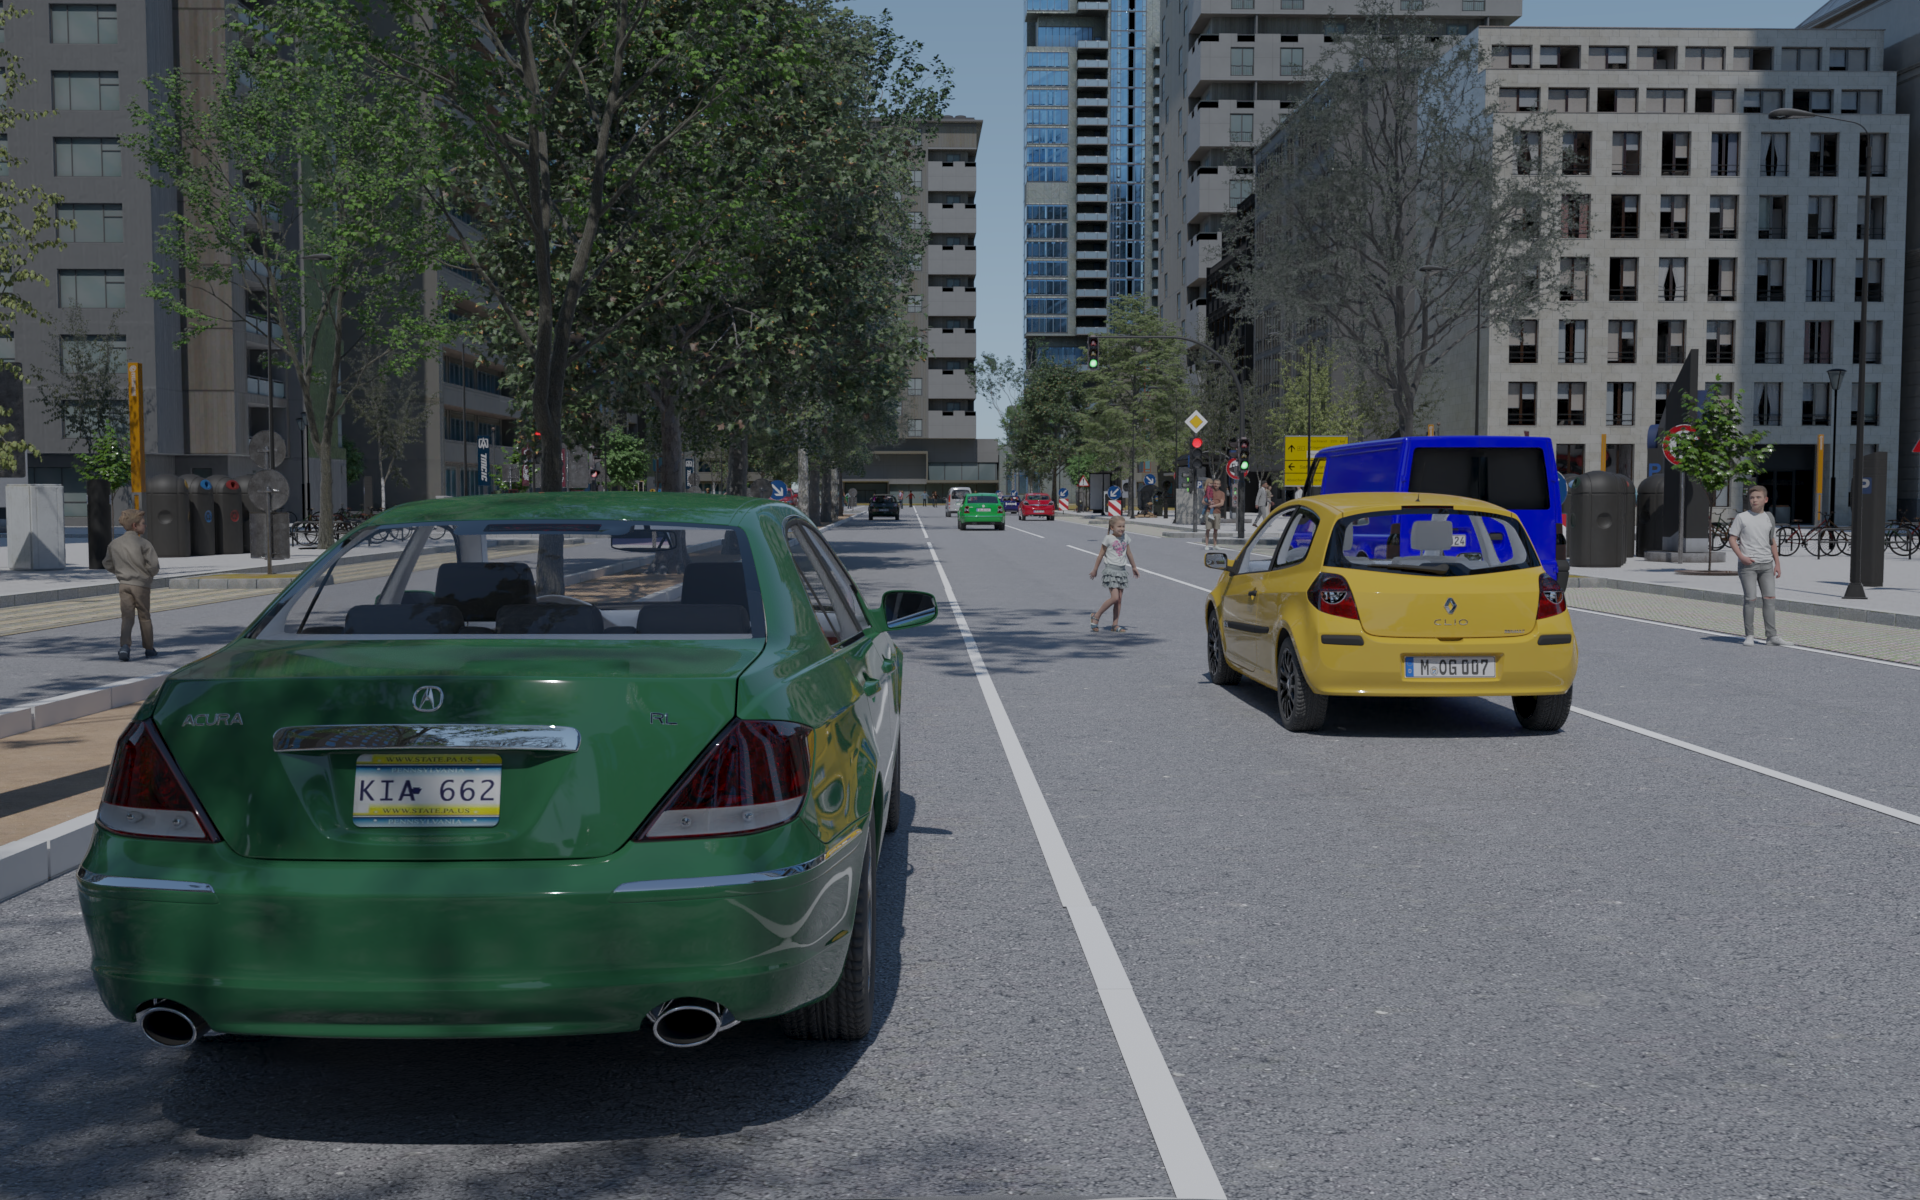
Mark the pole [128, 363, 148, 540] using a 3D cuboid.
[{"bbox_3d":[-12.812,-2.028,26.999,0.158,3.312,0.155,0,3,0],"label":"pole"}]

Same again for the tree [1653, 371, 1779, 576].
[{"bbox_3d":[12.055,-2.008,27.430,1.663,3.219,1.824,0,3,0],"label":"tree"}]

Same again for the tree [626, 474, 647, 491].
[{"bbox_3d":[-22.831,-7.797,122.080,1.663,3.219,1.824,0,3,0],"label":"tree"}]

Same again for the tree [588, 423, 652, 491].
[{"bbox_3d":[-15.851,-5.886,79.944,4.285,4.588,4.351,0,3,0],"label":"tree"}]

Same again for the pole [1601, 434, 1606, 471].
[{"bbox_3d":[21.827,-3.974,58.817,0.158,3.312,0.155,0,3,0],"label":"pole"}]

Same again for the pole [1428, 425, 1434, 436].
[{"bbox_3d":[13.824,-3.491,50.918,0.158,3.312,0.155,0,3,0],"label":"pole"}]

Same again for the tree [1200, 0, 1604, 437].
[{"bbox_3d":[10.752,-8.028,41.635,12.009,13.543,11.850,0,3,0],"label":"tree"}]

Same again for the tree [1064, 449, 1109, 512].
[{"bbox_3d":[9.054,-8.513,122.905,4.285,4.588,4.351,0,3,0],"label":"tree"}]

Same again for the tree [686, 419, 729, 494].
[{"bbox_3d":[-16.975,-10.293,118.656,4.360,8.622,3.978,0,3,0],"label":"tree"}]

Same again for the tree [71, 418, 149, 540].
[{"bbox_3d":[-21.792,-3.033,44.195,1.663,3.219,1.824,0,3,0],"label":"tree"}]

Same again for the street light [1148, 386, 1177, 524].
[{"bbox_3d":[8.800,-6.254,74.790,1.470,5.913,1.316,0,4,-2],"label":"street light"}]

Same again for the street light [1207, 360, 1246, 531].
[{"bbox_3d":[9.266,-5.366,60.275,1.470,5.913,1.316,0,4,-2],"label":"street light"}]

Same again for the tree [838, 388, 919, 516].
[{"bbox_3d":[-7.633,-12.099,110.645,12.009,13.543,11.850,0,3,0],"label":"tree"}]

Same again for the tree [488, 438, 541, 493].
[{"bbox_3d":[-15.369,-4.000,59.998,1.663,3.219,1.824,0,3,0],"label":"tree"}]

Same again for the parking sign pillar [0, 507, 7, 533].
[{"bbox_3d":[-31.924,-4.220,57.466,1.447,3.967,1.447,2,4,25],"label":"parking sign pillar"}]

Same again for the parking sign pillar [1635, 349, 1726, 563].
[{"bbox_3d":[13.801,-2.715,32.868,1.447,3.967,1.447,0,4,4],"label":"parking sign pillar"}]

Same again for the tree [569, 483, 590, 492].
[{"bbox_3d":[-26.991,-7.777,121.755,1.663,3.219,1.824,0,3,0],"label":"tree"}]

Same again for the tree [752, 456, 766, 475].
[{"bbox_3d":[-18.286,-14.691,174.609,8.767,10.594,7.601,0,4,-1],"label":"tree"}]

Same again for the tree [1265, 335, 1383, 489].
[{"bbox_3d":[17.174,-7.964,80.574,4.737,8.622,4.395,0,3,0],"label":"tree"}]

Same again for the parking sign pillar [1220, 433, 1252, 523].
[{"bbox_3d":[12.186,-5.382,76.471,1.447,3.967,1.447,0,4,3],"label":"parking sign pillar"}]

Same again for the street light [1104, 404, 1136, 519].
[{"bbox_3d":[8.382,-7.142,89.311,1.470,5.913,1.316,0,4,-2],"label":"street light"}]

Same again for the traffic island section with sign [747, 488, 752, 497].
[{"bbox_3d":[-13.354,-6.156,109.276,1.989,1.847,2.006,0,4,-2],"label":"traffic island section with sign"}]

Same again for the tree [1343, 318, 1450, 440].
[{"bbox_3d":[17.735,-7.424,71.745,4.360,8.622,3.978,0,3,0],"label":"tree"}]

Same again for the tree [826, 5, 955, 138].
[{"bbox_3d":[-6.989,-12.566,63.808,12.611,20.169,13.585,0,3,0],"label":"tree"}]

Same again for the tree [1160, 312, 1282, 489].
[{"bbox_3d":[10.138,-7.277,69.336,4.360,8.622,3.978,0,3,0],"label":"tree"}]

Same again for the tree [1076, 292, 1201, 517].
[{"bbox_3d":[10.040,-10.985,97.738,7.486,12.596,7.792,0,3,0],"label":"tree"}]

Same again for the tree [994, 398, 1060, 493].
[{"bbox_3d":[7.403,-15.659,181.780,9.928,11.665,9.643,0,3,0],"label":"tree"}]

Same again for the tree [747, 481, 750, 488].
[{"bbox_3d":[-17.676,-8.938,140.734,1.663,3.219,1.824,0,3,0],"label":"tree"}]

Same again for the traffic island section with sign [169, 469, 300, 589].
[{"bbox_3d":[-10.901,-1.118,26.908,1.989,1.847,2.006,0,4,-2],"label":"traffic island section with sign"}]

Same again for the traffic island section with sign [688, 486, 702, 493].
[{"bbox_3d":[-12.548,-4.491,82.049,1.989,1.847,2.006,0,4,-2],"label":"traffic island section with sign"}]

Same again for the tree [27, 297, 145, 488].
[{"bbox_3d":[-32.291,-6.981,64.498,4.360,8.622,3.978,0,3,0],"label":"tree"}]

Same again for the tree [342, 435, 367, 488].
[{"bbox_3d":[-31.087,-6.240,85.744,4.285,4.588,4.351,0,3,0],"label":"tree"}]

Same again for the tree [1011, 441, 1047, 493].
[{"bbox_3d":[7.181,-13.624,173.107,4.360,8.622,3.978,0,3,0],"label":"tree"}]

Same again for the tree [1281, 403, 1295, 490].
[{"bbox_3d":[17.367,-9.139,99.786,4.360,8.622,3.978,0,3,0],"label":"tree"}]

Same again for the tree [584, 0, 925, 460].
[{"bbox_3d":[-5.318,-8.047,40.674,9.857,13.997,8.962,0,3,0],"label":"tree"}]

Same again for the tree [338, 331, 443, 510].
[{"bbox_3d":[-26.119,-7.865,78.951,4.360,8.622,3.978,0,3,0],"label":"tree"}]

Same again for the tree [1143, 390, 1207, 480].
[{"bbox_3d":[15.302,-10.576,123.286,4.737,8.622,4.395,0,3,0],"label":"tree"}]

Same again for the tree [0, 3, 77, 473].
[{"bbox_3d":[-14.334,-4.510,24.103,4.737,8.622,4.395,0,3,0],"label":"tree"}]

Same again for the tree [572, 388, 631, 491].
[{"bbox_3d":[-22.837,-9.758,109.910,4.360,8.622,3.978,0,3,0],"label":"tree"}]

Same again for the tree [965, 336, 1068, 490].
[{"bbox_3d":[7.792,-21.456,206.701,12.611,20.169,13.585,0,3,0],"label":"tree"}]

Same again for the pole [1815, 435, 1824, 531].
[{"bbox_3d":[29.447,-4.007,59.355,0.158,3.312,0.155,0,3,0],"label":"pole"}]

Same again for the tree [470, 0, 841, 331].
[{"bbox_3d":[-4.834,-5.639,20.416,9.928,11.665,9.643,0,3,0],"label":"tree"}]

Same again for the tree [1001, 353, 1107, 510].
[{"bbox_3d":[7.799,-13.712,141.201,9.611,12.733,9.660,0,3,0],"label":"tree"}]

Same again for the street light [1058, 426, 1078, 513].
[{"bbox_3d":[7.564,-8.894,117.958,1.470,5.913,1.316,0,4,-2],"label":"street light"}]

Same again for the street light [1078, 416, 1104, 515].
[{"bbox_3d":[8.040,-8.018,103.637,1.470,5.913,1.316,0,4,-2],"label":"street light"}]

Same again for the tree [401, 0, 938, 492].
[{"bbox_3d":[-5.181,-6.815,30.896,9.611,12.733,9.660,0,3,0],"label":"tree"}]
